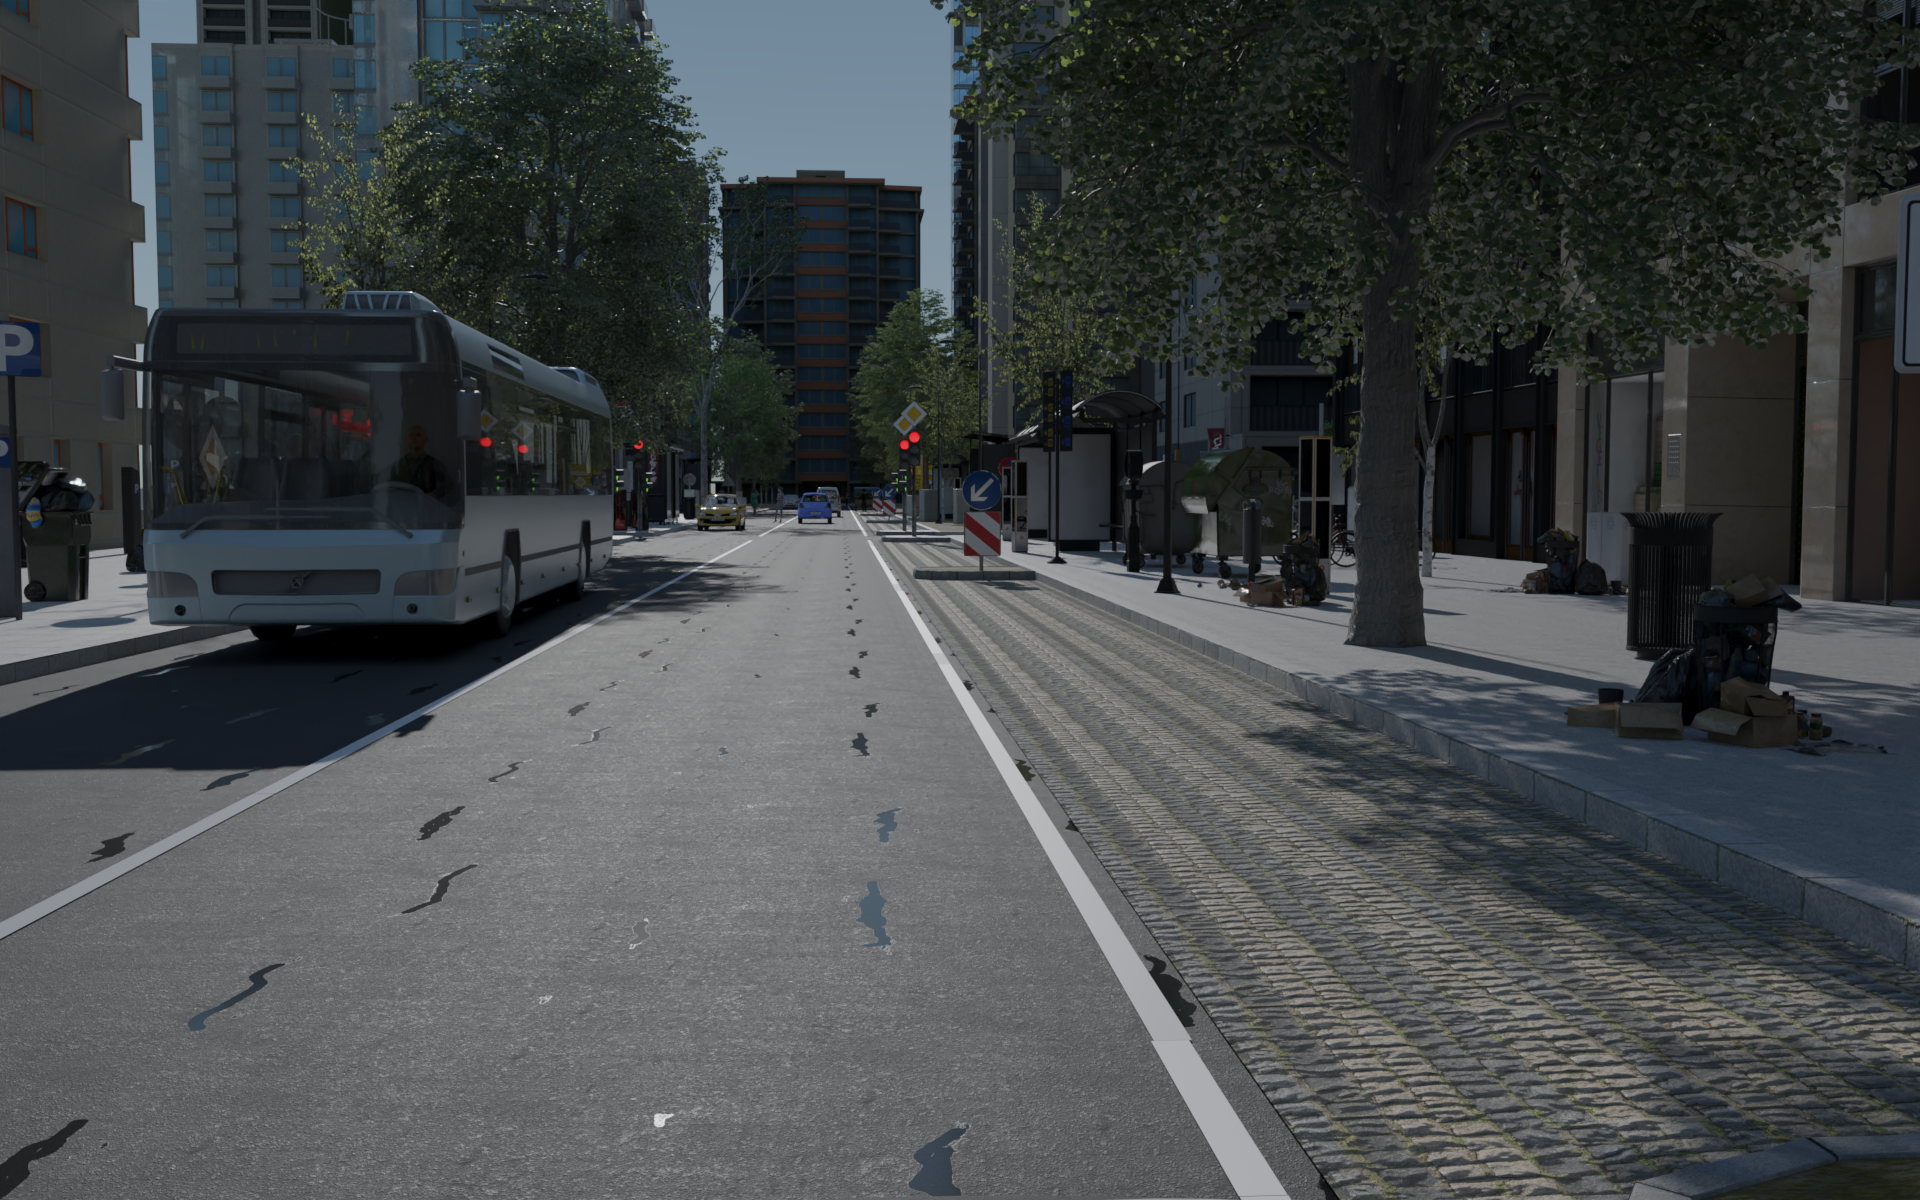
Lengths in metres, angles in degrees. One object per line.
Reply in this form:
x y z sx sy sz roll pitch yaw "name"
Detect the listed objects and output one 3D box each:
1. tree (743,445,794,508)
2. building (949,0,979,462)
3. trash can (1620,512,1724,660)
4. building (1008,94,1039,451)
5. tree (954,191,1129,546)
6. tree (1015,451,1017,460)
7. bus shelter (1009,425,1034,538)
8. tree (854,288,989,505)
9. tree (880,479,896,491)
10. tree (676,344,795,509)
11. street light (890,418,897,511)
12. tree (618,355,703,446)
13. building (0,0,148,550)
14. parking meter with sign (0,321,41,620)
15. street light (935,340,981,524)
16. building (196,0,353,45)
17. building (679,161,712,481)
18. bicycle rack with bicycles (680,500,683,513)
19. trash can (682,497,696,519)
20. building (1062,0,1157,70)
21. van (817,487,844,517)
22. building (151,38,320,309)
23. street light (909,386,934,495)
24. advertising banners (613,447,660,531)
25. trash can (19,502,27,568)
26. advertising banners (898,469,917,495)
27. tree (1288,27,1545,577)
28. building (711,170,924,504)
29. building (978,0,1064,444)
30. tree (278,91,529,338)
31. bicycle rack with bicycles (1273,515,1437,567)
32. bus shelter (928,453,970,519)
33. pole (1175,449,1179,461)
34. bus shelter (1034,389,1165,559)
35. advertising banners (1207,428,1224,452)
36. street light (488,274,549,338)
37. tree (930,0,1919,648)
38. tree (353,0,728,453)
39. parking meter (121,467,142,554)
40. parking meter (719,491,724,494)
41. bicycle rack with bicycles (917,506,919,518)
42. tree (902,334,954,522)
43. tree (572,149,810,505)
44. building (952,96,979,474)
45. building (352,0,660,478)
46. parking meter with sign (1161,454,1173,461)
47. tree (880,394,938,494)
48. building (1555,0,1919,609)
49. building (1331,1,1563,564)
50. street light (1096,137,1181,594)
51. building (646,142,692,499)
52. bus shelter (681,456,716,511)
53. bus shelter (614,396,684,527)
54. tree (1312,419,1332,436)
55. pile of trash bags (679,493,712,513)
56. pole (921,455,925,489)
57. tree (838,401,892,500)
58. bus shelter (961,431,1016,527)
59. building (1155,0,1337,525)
-21.799 -15.042 196.294 4.737 8.622 4.395 0 3 0 "tree"
10.389 -56.548 237.230 31.000 86.520 22.319 0 4 -4 "building"
5.527 -0.113 13.495 0.748 1.137 0.748 0 3 0 "trash can"
10.367 -21.861 129.136 14.160 30.474 14.107 0 4 -4 "building"
2.343 -5.609 42.067 4.360 8.622 3.978 0 3 0 "tree"
2.913 -7.578 107.612 4.285 4.588 4.351 0 3 0 "tree"
2.603 -3.293 47.758 2.014 3.302 5.546 0 4 -4 "bus shelter"
-2.296 -10.888 96.139 7.486 12.596 7.792 0 3 0 "tree"
-8.010 -11.997 190.753 1.663 3.219 1.824 0 3 0 "tree"
-15.854 -11.893 120.214 9.928 11.665 9.643 0 3 0 "tree"
-3.555 -8.075 104.567 1.470 5.913 1.316 0 4 -4 "street light"
-14.054 -8.010 81.326 4.360 8.622 3.978 0 3 0 "tree"
-33.675 -11.192 28.027 28.899 21.520 27.650 0 4 -4 "building"
-10.177 -1.338 18.141 1.738 3.016 0.543 3 5 45 "parking meter with sign"
0.062 -4.875 52.251 1.470 5.913 1.316 0 4 -4 "street light"
-87.274 -48.443 230.287 20.611 71.187 20.563 0 4 -4 "building"
-40.819 -35.551 231.363 14.200 45.320 14.600 0 4 -4 "building"
-18.541 -6.270 115.893 2.925 0.926 2.852 2 4 35 "bicycle rack with bicycles"
-13.679 -4.642 87.551 0.748 1.137 0.748 0 3 0 "trash can"
12.535 -20.046 99.446 14.160 30.474 14.107 0 4 -4 "building"
-8.342 -6.259 109.344 2.013 2.044 4.112 0 4 -4 "van"
-68.836 -34.616 185.583 30.456 49.044 23.786 0 4 -4 "building"
-1.460 -6.242 74.601 1.470 5.913 1.316 0 4 -4 "street light"
-12.082 -4.187 64.644 2.074 3.025 0.090 1 4 22 "advertising banners"
-16.537 -1.143 30.348 0.748 1.137 0.748 0 3 0 "trash can"
-2.913 -6.875 108.591 2.074 3.025 0.090 1 4 13 "advertising banners"
7.211 -4.677 26.838 4.360 8.622 3.978 0 3 0 "tree"
-19.608 -35.608 236.816 28.867 44.769 22.147 0 4 -4 "building"
12.223 -37.841 160.702 21.231 58.520 28.212 0 4 -4 "building"
-10.568 -5.018 32.407 4.360 8.622 3.978 0 3 0 "tree"
7.058 -1.085 31.119 2.925 0.926 2.852 1 4 9 "bicycle rack with bicycles"
-0.500 -5.705 87.198 2.014 3.302 5.546 0 4 -4 "bus shelter"
9.823 -5.176 78.474 0.158 3.312 0.155 0 3 0 "pole"
2.923 -2.594 36.330 2.014 3.302 5.546 0 4 -4 "bus shelter"
7.460 -3.014 45.472 2.074 3.025 0.090 2 4 28 "advertising banners"
-9.362 -3.919 36.610 1.470 5.913 1.316 0 4 -4 "street light"
3.745 -6.586 14.343 9.857 13.997 8.962 0 3 0 "tree"
-10.363 -8.375 43.588 9.857 13.997 8.962 0 3 0 "tree"
-17.893 -1.939 37.417 0.255 1.863 0.399 0 4 0 "parking meter"
-17.141 -7.113 124.700 0.372 1.533 0.369 0 3 0 "parking meter"
-1.107 -4.866 92.947 2.925 0.926 2.852 -2 4 -32 "bicycle rack with bicycles"
-0.539 -7.965 80.585 4.360 8.622 3.978 0 3 0 "tree"
-15.461 -14.613 94.803 12.611 20.169 13.585 0 3 0 "tree"
10.586 -32.724 189.664 22.147 44.769 28.867 0 4 -4 "building"
-37.773 -32.291 147.563 23.786 49.044 30.456 0 4 -4 "building"
8.907 -4.837 75.347 0.543 3.016 1.738 0 4 1 "parking meter with sign"
-3.574 -10.171 116.662 4.737 8.622 4.395 0 3 0 "tree"
20.606 -12.670 11.667 19.350 26.468 34.151 0 4 -4 "building"
16.381 -12.690 37.156 12.332 23.373 15.834 0 4 -4 "building"
2.152 -3.042 22.285 1.470 5.913 1.316 0 4 -4 "street light"
-40.980 -30.113 184.221 23.993 40.220 32.217 0 4 -4 "building"
-16.600 -7.281 110.333 1.731 3.624 6.357 0 4 -4 "bus shelter"
-12.916 -5.764 71.865 2.179 5.291 8.768 0 4 -4 "bus shelter"
14.559 -5.002 65.497 4.285 4.588 4.351 0 3 0 "tree"
-18.230 -6.705 119.384 3.447 1.369 1.912 3 5 39 "pile of trash bags"
-1.926 -5.881 89.995 0.158 3.312 0.155 0 3 0 "pole"
-9.059 -18.286 209.338 12.009 13.543 11.850 0 3 0 "tree"
1.102 -4.668 67.597 1.731 3.624 6.357 0 4 -4 "bus shelter"
20.960 -39.171 78.705 20.611 71.187 20.563 0 4 -4 "building"
